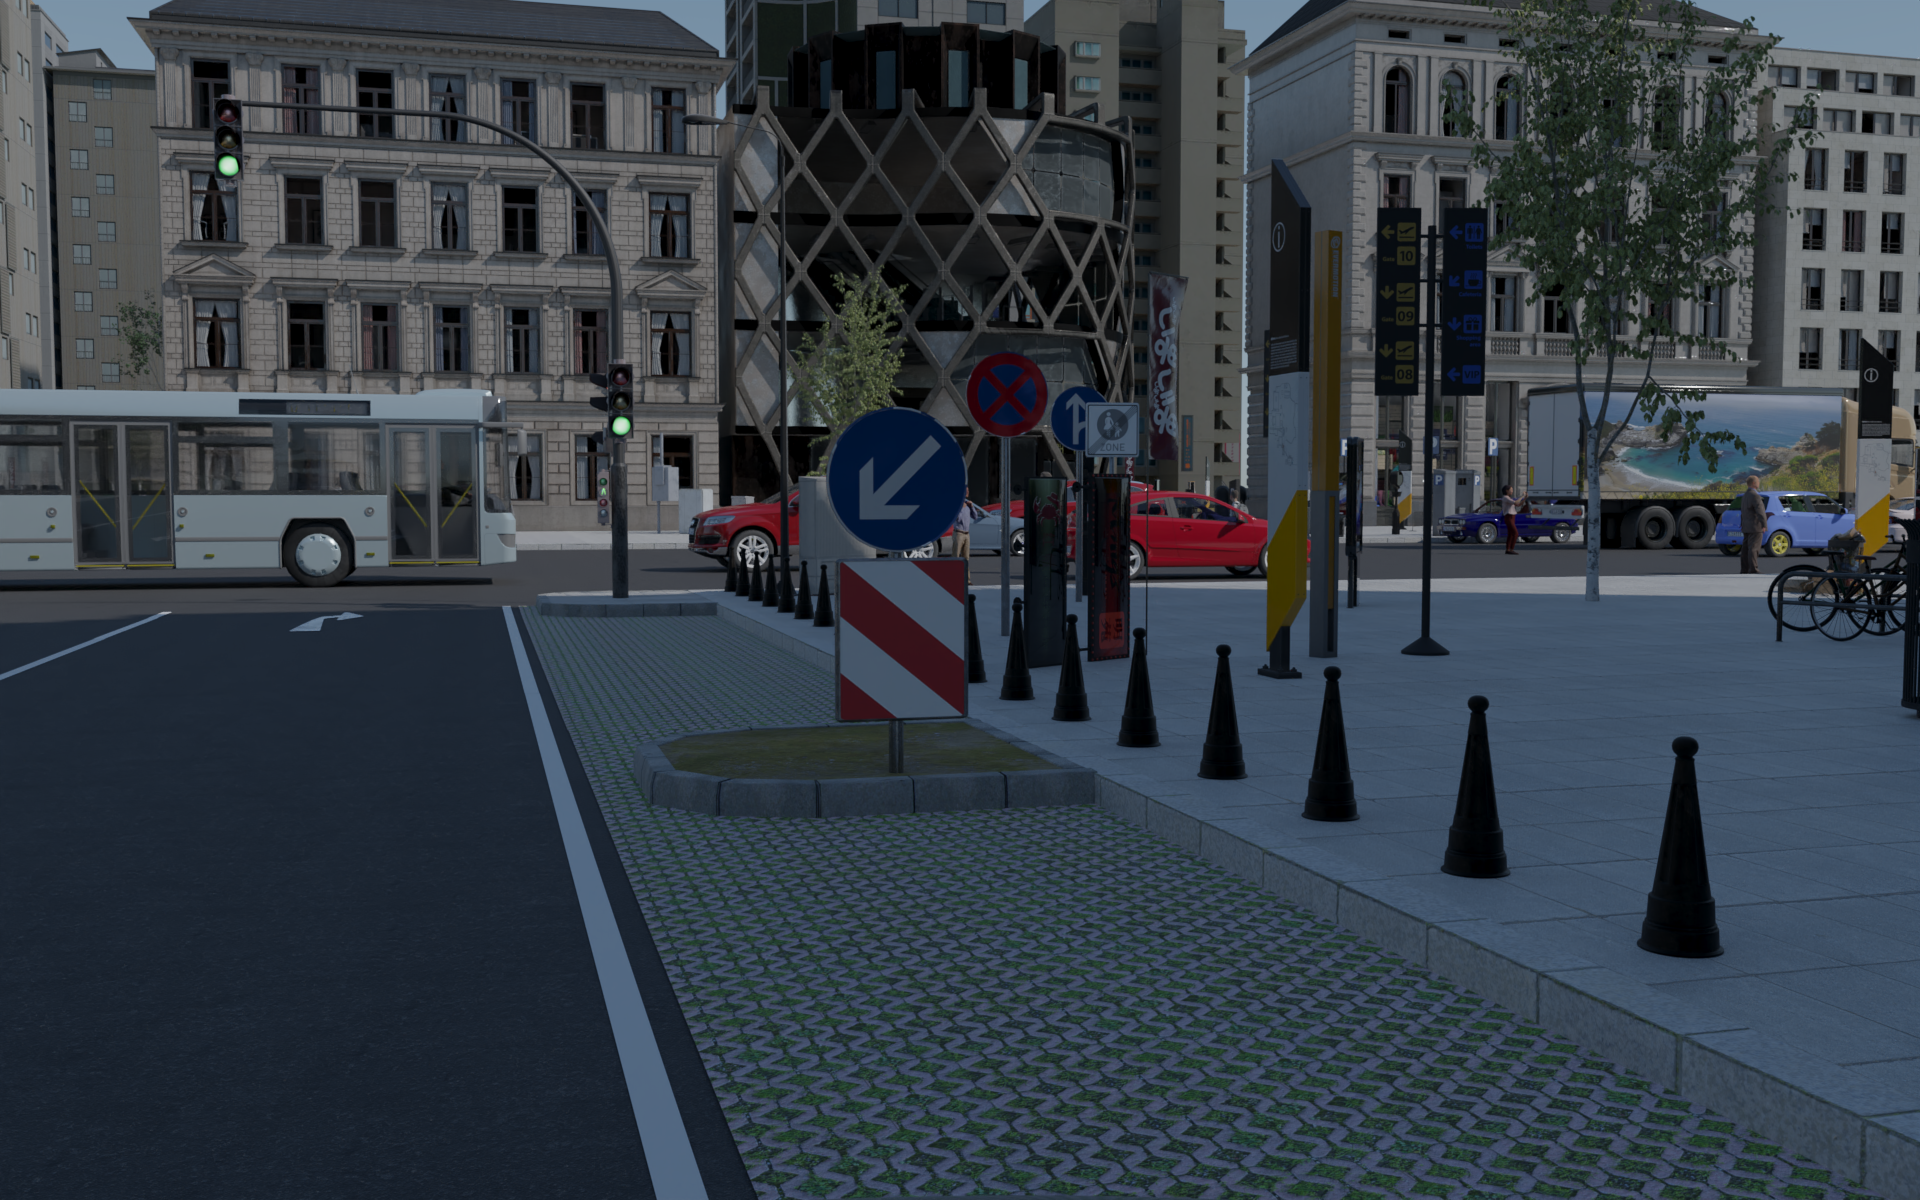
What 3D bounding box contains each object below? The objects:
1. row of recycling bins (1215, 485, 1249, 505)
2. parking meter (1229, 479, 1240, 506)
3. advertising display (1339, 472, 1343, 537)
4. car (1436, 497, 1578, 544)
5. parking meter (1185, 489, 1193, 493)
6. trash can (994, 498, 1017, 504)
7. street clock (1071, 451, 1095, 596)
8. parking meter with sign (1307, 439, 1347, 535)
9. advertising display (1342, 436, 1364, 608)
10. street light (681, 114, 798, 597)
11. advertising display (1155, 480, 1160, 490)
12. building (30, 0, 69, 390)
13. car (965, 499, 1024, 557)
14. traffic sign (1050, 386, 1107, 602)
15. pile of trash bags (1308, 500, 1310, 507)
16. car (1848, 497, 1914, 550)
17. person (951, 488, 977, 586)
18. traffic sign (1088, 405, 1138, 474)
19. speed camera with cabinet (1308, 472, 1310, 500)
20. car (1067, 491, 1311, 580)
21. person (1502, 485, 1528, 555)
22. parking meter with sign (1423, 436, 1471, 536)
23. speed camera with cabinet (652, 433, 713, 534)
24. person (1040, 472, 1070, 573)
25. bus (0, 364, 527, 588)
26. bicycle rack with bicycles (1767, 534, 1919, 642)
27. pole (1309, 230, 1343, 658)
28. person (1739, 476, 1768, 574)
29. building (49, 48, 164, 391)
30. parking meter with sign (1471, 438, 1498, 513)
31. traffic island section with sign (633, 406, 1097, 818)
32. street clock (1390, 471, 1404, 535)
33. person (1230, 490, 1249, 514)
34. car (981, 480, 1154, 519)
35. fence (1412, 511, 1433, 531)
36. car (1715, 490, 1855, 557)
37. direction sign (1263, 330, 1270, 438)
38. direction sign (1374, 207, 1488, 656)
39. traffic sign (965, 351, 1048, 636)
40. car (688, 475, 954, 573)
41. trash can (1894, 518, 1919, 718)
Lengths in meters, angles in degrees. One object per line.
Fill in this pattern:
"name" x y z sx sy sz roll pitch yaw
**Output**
"row of recycling bins" 13.706 -4.591 82.183 3.534 1.692 1.069 2 4 33
"parking meter" 10.672 -3.773 67.407 0.255 1.863 0.399 -3 4 -39
"advertising display" 11.255 -2.836 51.580 0.974 1.923 0.123 2 4 33
"car" 16.022 -2.334 50.742 3.894 1.354 1.945 -1 4 -16
"parking meter" 11.567 -4.838 87.519 0.372 1.533 0.369 0 3 0
"trash can" 1.476 -2.724 56.197 0.748 1.137 0.748 0 3 0
"street clock" 1.575 -1.059 21.885 0.358 2.002 0.471 0 4 7
"parking meter with sign" 11.549 -3.606 55.212 0.543 3.016 1.738 -3 5 -43
"advertising display" 4.514 -0.893 19.819 0.123 1.923 0.974 1 4 17
"street light" -2.726 -2.993 21.484 1.470 5.913 1.316 -1 4 -16
"advertising display" 8.919 -4.476 78.393 0.123 1.923 0.974 1 4 13
"building" -120.609 -40.512 204.364 28.212 58.520 21.231 -1 4 -16
"car" -0.222 -1.715 40.048 4.499 1.417 2.014 -1 4 -16
"traffic sign" 1.415 -1.250 20.541 0.768 2.556 0.104 -1 4 -15
"pile of trash bags" 21.790 -5.744 103.667 1.912 1.369 3.447 3 4 37
"car" 24.482 -1.893 43.309 4.827 1.381 2.083 -1 4 -17
"person" 0.056 -0.961 26.268 0.319 1.574 0.516 3 5 42
"traffic sign" 1.704 -1.061 19.484 0.606 2.300 0.079 0 4 -8
"speed camera with cabinet" 13.113 -4.388 66.078 0.660 3.252 2.038 1 4 15
"car" 3.920 -1.265 29.725 4.494 1.783 2.155 -1 4 -14
"person" 13.148 -1.904 41.095 0.517 1.644 0.566 -1 4 -22
"parking meter with sign" 14.742 -3.447 52.617 1.738 3.016 0.543 -3 5 -45
"speed camera with cabinet" -8.947 -3.762 55.851 2.038 3.252 0.660 2 4 28
"person" 1.636 -1.379 31.152 0.850 1.850 0.679 3 5 43
"bus" -12.827 -1.951 26.758 13.247 3.499 2.948 -1 4 -16
"bicycle rack with bicycles" 8.373 -0.102 15.046 2.852 0.926 2.925 -2 4 -34
"pole" 2.860 -1.204 13.533 0.158 3.312 0.155 0 3 0
"person" 14.116 -1.329 30.780 0.434 1.755 0.990 0 4 5
"building" -94.816 -38.315 215.695 27.495 52.752 28.713 -1 4 -16
"parking meter with sign" 15.950 -3.556 54.404 0.543 3.016 1.738 -3 5 -41
"traffic island section with sign" -0.586 0.002 8.601 1.989 1.847 2.006 -1 4 -16
"street clock" 13.764 -3.063 54.642 0.358 2.002 0.471 3 5 44
"person" 5.615 -1.485 35.377 0.523 1.515 0.503 0 4 -7
"car" 2.915 -2.261 45.643 5.304 1.827 2.281 -1 4 -17
"fence" 16.181 -2.755 60.414 0.278 0.683 2.069 3 4 37
"car" 19.507 -1.875 40.243 3.694 1.707 1.945 -1 4 -17
"direction sign" 4.404 -1.936 23.649 0.379 3.537 0.876 -2 4 -25
"direction sign" 3.734 -1.333 13.795 0.876 3.537 0.379 0 4 -2
"traffic sign" 0.412 -0.947 15.592 0.768 2.556 0.104 -1 4 -13
"car" -2.501 -1.482 32.912 5.304 1.827 2.281 -1 4 -18
"trash can" 5.712 0.111 9.842 0.748 1.137 0.748 0 3 0
